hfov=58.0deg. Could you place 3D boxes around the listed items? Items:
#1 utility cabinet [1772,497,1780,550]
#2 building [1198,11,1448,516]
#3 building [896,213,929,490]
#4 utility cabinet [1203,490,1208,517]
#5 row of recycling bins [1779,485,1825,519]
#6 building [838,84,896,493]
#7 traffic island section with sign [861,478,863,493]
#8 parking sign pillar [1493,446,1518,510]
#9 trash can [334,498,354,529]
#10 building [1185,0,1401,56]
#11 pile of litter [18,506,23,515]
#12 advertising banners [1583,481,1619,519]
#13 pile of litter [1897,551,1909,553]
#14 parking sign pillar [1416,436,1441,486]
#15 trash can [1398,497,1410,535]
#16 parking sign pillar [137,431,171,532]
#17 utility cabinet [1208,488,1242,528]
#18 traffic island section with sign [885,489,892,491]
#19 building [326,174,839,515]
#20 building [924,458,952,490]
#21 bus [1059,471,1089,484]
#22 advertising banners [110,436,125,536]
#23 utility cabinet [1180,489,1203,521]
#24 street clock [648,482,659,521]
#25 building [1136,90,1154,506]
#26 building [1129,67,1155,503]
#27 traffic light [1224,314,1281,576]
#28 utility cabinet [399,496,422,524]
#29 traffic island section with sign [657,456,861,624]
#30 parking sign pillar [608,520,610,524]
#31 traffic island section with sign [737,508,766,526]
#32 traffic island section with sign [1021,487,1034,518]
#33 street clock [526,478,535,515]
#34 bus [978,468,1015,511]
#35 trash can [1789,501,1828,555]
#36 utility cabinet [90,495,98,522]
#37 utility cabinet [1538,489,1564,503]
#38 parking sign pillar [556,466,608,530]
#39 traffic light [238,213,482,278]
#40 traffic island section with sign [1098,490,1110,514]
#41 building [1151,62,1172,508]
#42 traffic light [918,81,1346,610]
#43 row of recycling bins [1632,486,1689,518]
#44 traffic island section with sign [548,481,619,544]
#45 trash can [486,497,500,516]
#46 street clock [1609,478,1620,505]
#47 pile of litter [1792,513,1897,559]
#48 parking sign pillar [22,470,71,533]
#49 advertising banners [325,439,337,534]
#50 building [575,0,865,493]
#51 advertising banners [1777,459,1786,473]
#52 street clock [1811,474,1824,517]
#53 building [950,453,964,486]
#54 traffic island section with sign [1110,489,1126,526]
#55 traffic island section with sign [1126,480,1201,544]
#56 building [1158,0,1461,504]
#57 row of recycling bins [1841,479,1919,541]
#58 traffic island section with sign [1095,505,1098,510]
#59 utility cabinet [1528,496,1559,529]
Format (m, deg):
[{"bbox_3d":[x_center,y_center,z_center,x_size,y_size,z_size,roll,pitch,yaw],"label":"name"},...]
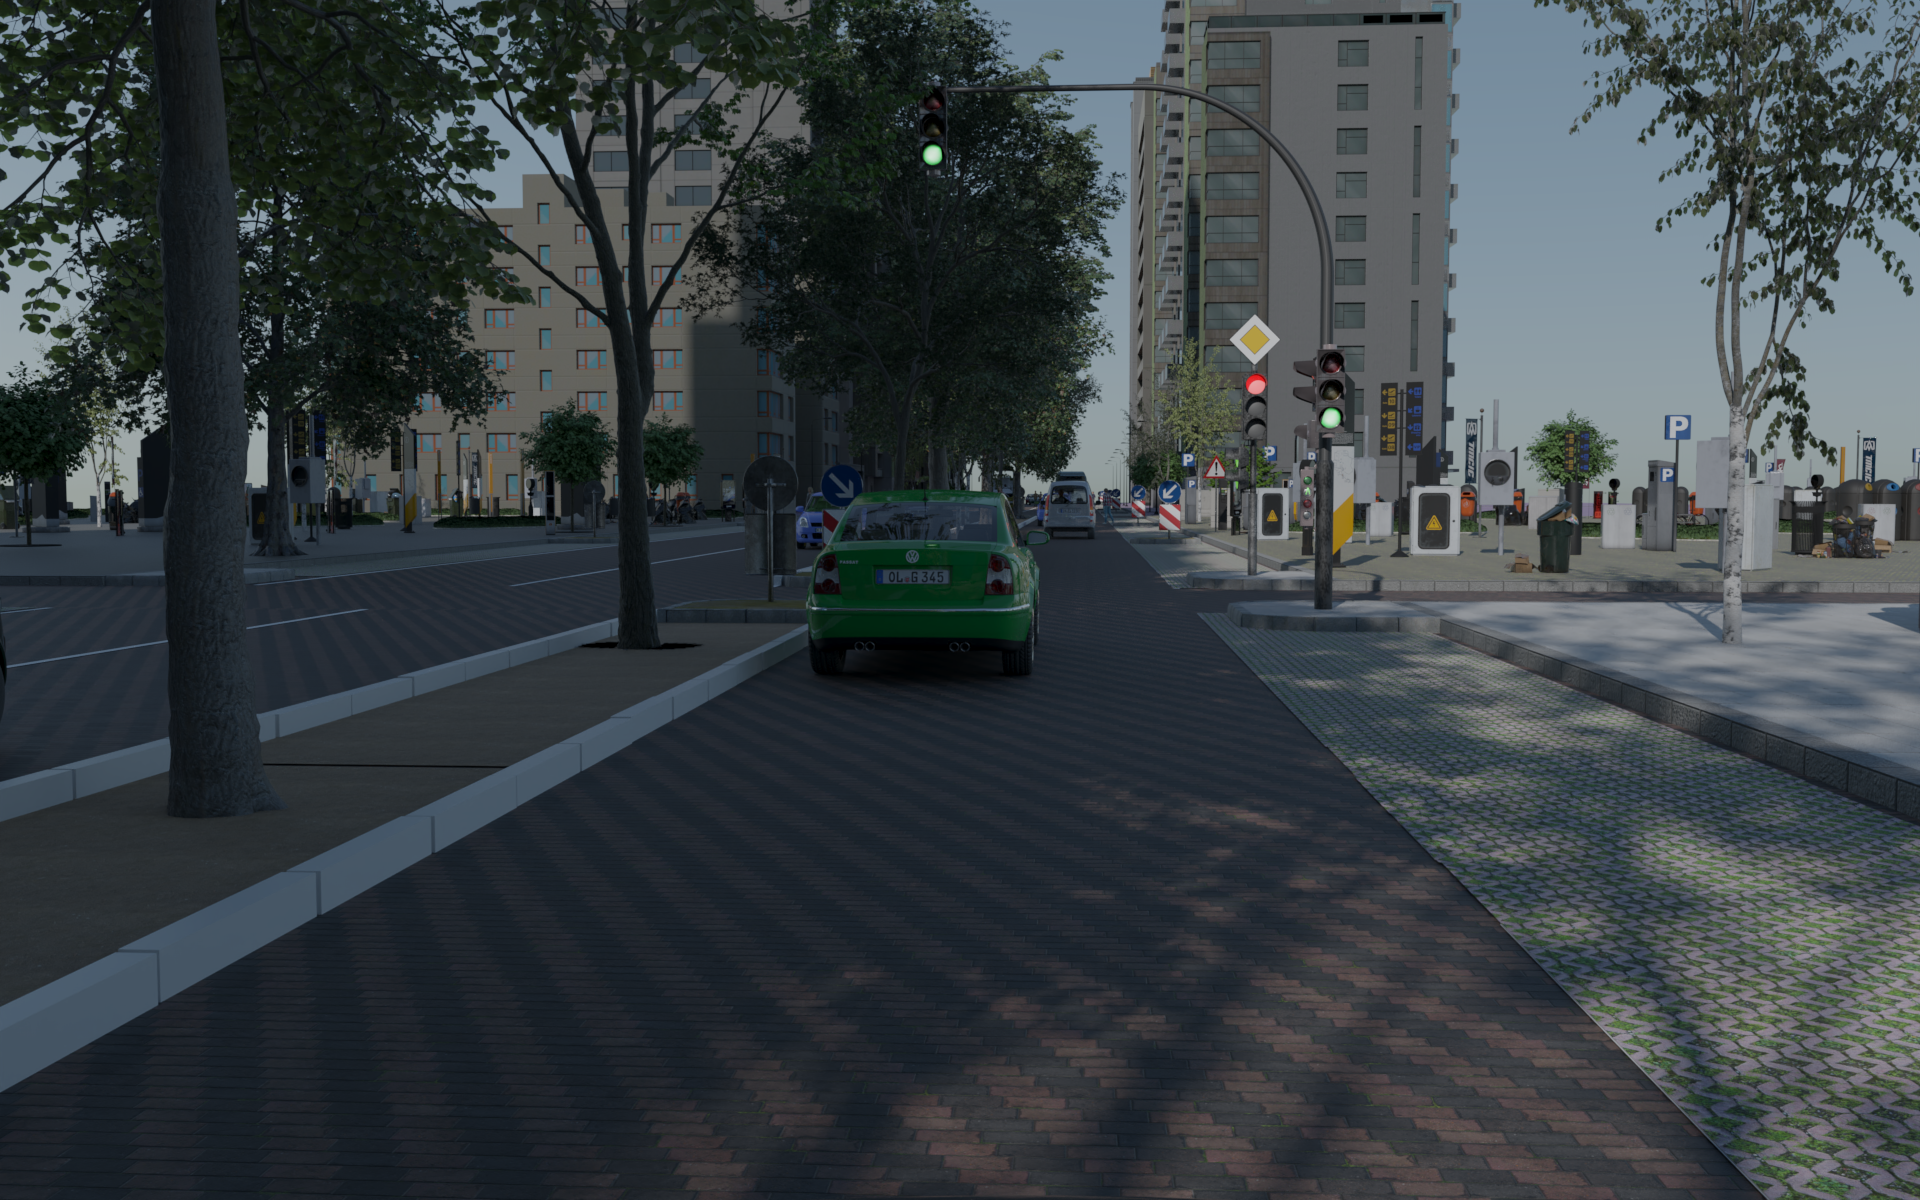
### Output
[{"bbox_3d":[18.731,-1.773,40.147,0.306,1.237,1.020,3,4,36],"label":"utility cabinet"},{"bbox_3d":[21.939,-20.590,108.346,14.160,30.474,14.107,0,4,4],"label":"building"},{"bbox_3d":[-14.613,-33.603,204.039,22.147,44.769,28.867,0,4,4],"label":"building"},{"bbox_3d":[13.572,-5.351,96.160,1.173,1.500,0.318,3,5,44],"label":"utility cabinet"},{"bbox_3d":[45.390,-5.166,91.573,3.534,1.692,1.069,-1,4,-11],"label":"row of recycling bins"},{"bbox_3d":[-13.563,-29.214,161.244,14.154,41.232,14.086,0,4,4],"label":"building"},{"bbox_3d":[-1.776,-1.179,27.419,2.006,1.907,1.989,0,4,4],"label":"traffic island section with sign"},{"bbox_3d":[30.728,-6.674,97.588,1.447,3.967,1.447,-1,4,-18],"label":"parking sign pillar"},{"bbox_3d":[-22.541,-3.161,63.329,0.748,1.137,0.748,0,3,0],"label":"trash can"},{"bbox_3d":[22.795,-26.839,122.406,14.154,41.232,14.086,0,4,4],"label":"building"},{"bbox_3d":[-42.171,-3.903,77.782,1.719,0.858,1.176,3,4,38],"label":"pile of litter"},{"bbox_3d":[33.157,-5.730,89.866,2.074,3.025,0.090,0,4,-3],"label":"advertising banners"},{"bbox_3d":[20.023,-1.482,38.192,1.719,0.858,1.176,2,4,33],"label":"pile of litter"},{"bbox_3d":[21.912,-5.663,81.059,1.447,3.967,1.447,-1,4,-22],"label":"parking sign pillar"},{"bbox_3d":[14.107,-2.615,54.412,0.748,1.137,0.748,0,3,0],"label":"trash can"},{"bbox_3d":[-27.341,-4.320,59.106,1.447,3.967,1.447,3,4,38],"label":"parking sign pillar"},{"bbox_3d":[9.997,-3.440,64.925,1.173,1.500,0.318,3,4,38],"label":"utility cabinet"},{"bbox_3d":[-5.304,-7.312,128.185,1.989,1.847,2.006,0,4,4],"label":"traffic island section with sign"},{"bbox_3d":[-24.075,-16.766,119.167,27.650,21.520,28.899,0,4,4],"label":"building"},{"bbox_3d":[-15.972,-23.817,234.448,27.650,21.520,28.899,0,4,4],"label":"building"},{"bbox_3d":[9.451,-9.284,146.654,2.948,3.499,13.247,0,4,4],"label":"bus"},{"bbox_3d":[-25.760,-3.471,52.936,0.090,3.025,2.074,-1,4,-18],"label":"advertising banners"},{"bbox_3d":[11.007,-4.546,83.003,0.318,1.500,1.173,-2,4,-33],"label":"utility cabinet"},{"bbox_3d":[-14.718,-4.813,83.270,0.471,2.002,0.358,1,4,11],"label":"street clock"},{"bbox_3d":[31.196,-35.059,196.921,21.300,48.544,21.600,0,4,4],"label":"building"},{"bbox_3d":[34.615,-43.024,245.445,21.231,58.520,28.212,0,4,4],"label":"building"},{"bbox_3d":[4.588,-2.341,27.199,0.839,4.253,0.868,0,4,4],"label":"traffic light"},{"bbox_3d":[-23.582,-3.865,74.359,0.306,1.237,1.020,2,4,31],"label":"utility cabinet"},{"bbox_3d":[-2.305,-0.727,20.030,2.006,1.907,1.989,0,4,4],"label":"traffic island section with sign"},{"bbox_3d":[-15.777,-5.252,74.336,1.447,3.967,1.447,0,4,4],"label":"parking sign pillar"},{"bbox_3d":[-8.858,-4.229,77.780,1.989,1.847,2.006,0,4,4],"label":"traffic island section with sign"},{"bbox_3d":[3.490,-5.764,102.373,2.006,1.907,1.989,0,4,4],"label":"traffic island section with sign"},{"bbox_3d":[-19.929,-4.638,80.400,0.358,2.002,0.471,-3,5,-44],"label":"street clock"},{"bbox_3d":[3.061,-8.839,136.059,2.896,3.916,12.252,0,4,2],"label":"bus"},{"bbox_3d":[17.812,-1.513,36.395,0.748,1.137,0.748,0,3,0],"label":"trash can"},{"bbox_3d":[-40.708,-4.297,81.425,0.306,1.237,1.020,-2,4,-24],"label":"utility cabinet"},{"bbox_3d":[25.844,-4.093,75.598,0.318,1.500,1.173,-3,5,-44],"label":"utility cabinet"},{"bbox_3d":[-13.935,-4.550,62.871,1.447,3.967,1.447,3,4,39],"label":"parking sign pillar"},{"bbox_3d":[-10.189,-3.277,28.254,4.771,5.953,1.251,0,4,4],"label":"traffic light"},{"bbox_3d":[11.285,-7.207,126.461,1.989,1.847,2.006,0,4,4],"label":"traffic island section with sign"},{"bbox_3d":[25.591,-29.588,167.358,14.154,41.232,14.086,0,4,4],"label":"building"},{"bbox_3d":[1.935,-2.726,19.238,4.771,5.953,1.251,0,4,4],"label":"traffic light"},{"bbox_3d":[37.806,-5.289,93.595,1.069,1.692,3.534,-2,4,-27],"label":"row of recycling bins"},{"bbox_3d":[-10.773,-2.565,50.570,1.989,1.847,2.006,0,4,4],"label":"traffic island section with sign"},{"bbox_3d":[-23.856,-4.702,88.539,0.748,1.137,0.748,0,3,0],"label":"trash can"},{"bbox_3d":[30.133,-4.600,79.782,0.358,2.002,0.471,-2,4,-30],"label":"street clock"},{"bbox_3d":[17.745,-1.281,34.902,1.719,0.858,1.176,3,4,38],"label":"pile of litter"},{"bbox_3d":[-30.658,-4.252,57.993,1.447,3.967,1.447,3,5,44],"label":"parking sign pillar"},{"bbox_3d":[-20.429,-3.676,56.298,0.090,3.025,2.074,-2,4,-29],"label":"advertising banners"},{"bbox_3d":[-18.676,-43.065,142.364,20.563,71.187,20.611,0,4,4],"label":"building"},{"bbox_3d":[39.982,-5.484,85.844,2.074,3.025,0.090,-1,4,-12],"label":"advertising banners"},{"bbox_3d":[31.343,-3.596,63.360,0.358,2.002,0.471,-1,4,-8],"label":"street clock"},{"bbox_3d":[-6.857,-29.602,255.689,14.160,30.474,14.107,0,4,4],"label":"building"},{"bbox_3d":[7.783,-4.175,76.887,1.989,1.847,2.006,0,4,4],"label":"traffic island section with sign"},{"bbox_3d":[5.906,-2.530,49.997,1.989,1.847,2.006,0,4,4],"label":"traffic island section with sign"},{"bbox_3d":[28.163,-32.113,144.655,23.786,49.044,30.456,0,4,4],"label":"building"},{"bbox_3d":[25.770,-2.472,47.525,3.534,1.692,1.069,0,4,-6],"label":"row of recycling bins"},{"bbox_3d":[13.223,-8.893,154.032,1.989,1.847,2.006,0,4,4],"label":"traffic island section with sign"},{"bbox_3d":[21.398,-3.201,63.506,1.020,1.237,0.306,2,4,30],"label":"utility cabinet"}]
